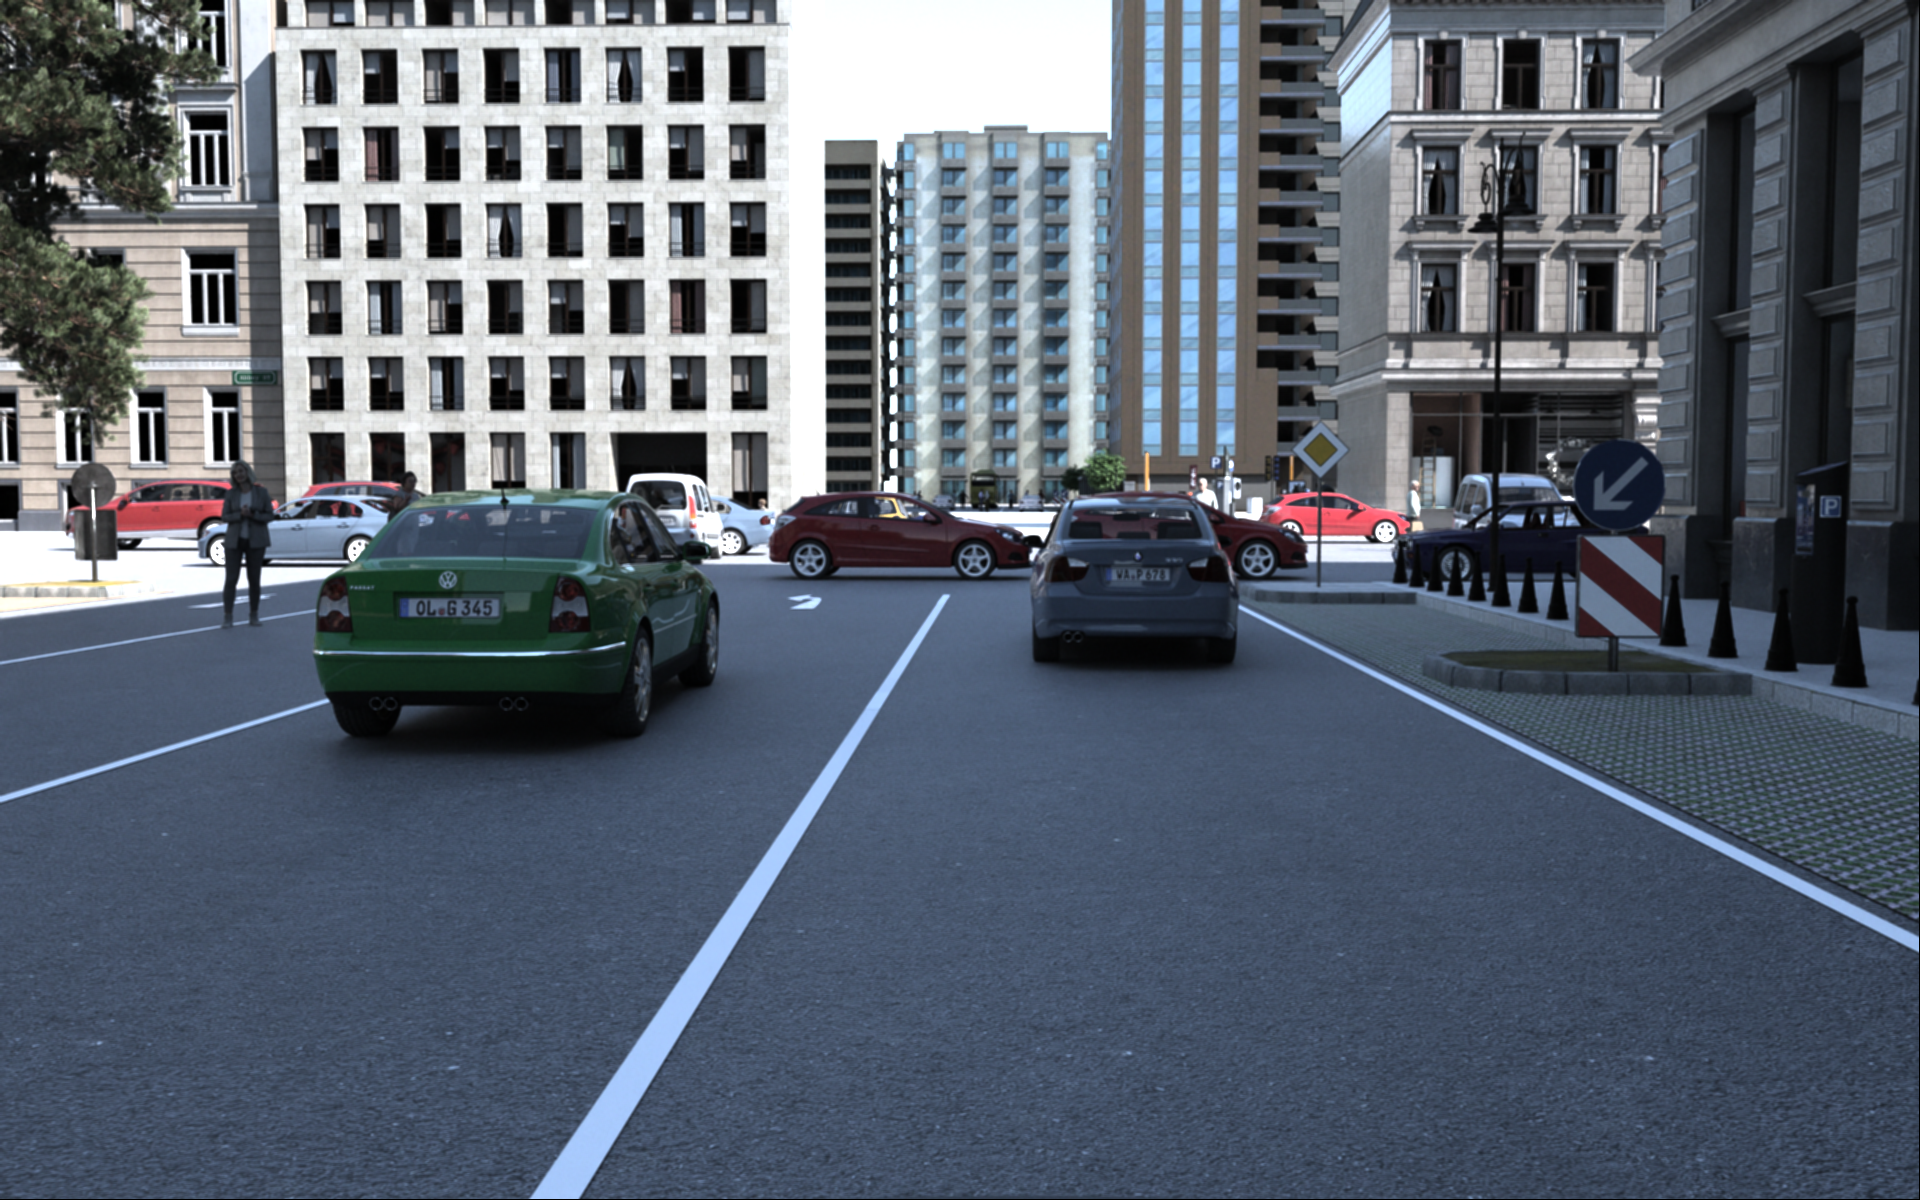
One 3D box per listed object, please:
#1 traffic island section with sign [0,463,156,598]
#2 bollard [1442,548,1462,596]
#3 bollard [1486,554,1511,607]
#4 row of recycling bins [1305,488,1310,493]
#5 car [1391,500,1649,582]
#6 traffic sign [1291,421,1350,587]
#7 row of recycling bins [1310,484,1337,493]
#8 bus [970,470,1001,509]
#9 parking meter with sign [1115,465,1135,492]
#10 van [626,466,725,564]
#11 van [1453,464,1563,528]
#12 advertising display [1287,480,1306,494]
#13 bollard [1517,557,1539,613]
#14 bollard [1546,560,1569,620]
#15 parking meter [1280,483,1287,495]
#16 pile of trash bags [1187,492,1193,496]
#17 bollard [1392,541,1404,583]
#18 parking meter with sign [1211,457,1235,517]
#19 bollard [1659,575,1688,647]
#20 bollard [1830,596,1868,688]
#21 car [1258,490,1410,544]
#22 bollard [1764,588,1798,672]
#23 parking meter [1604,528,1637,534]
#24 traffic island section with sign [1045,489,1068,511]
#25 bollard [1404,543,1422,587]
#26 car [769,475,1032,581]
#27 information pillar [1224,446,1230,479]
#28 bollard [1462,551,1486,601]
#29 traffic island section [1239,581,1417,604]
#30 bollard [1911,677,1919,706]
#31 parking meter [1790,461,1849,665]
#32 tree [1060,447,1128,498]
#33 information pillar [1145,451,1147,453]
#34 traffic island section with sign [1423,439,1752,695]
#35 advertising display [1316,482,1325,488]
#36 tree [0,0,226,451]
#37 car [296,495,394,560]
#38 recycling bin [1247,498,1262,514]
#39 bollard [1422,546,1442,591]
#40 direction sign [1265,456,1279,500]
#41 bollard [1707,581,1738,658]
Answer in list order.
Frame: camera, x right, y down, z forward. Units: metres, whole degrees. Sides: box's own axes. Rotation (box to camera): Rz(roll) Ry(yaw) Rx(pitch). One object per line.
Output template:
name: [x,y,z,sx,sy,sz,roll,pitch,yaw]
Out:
traffic island section with sign: [-12.644,-1.010,24.658,2.006,1.907,1.989,0,4,2]
bollard: [6.262,-0.356,21.865,0.229,0.601,0.229,0,3,0]
bollard: [6.197,-0.231,19.813,0.229,0.601,0.229,0,3,0]
row of recycling bins: [21.740,-6.113,107.064,3.534,1.692,1.069,0,4,-4]
car: [9.079,-0.954,28.185,3.894,1.354,1.945,0,4,3]
traffic sign: [4.941,-1.234,23.814,0.795,2.450,0.064,0,4,2]
row of recycling bins: [16.528,-3.967,71.975,3.534,1.692,1.069,0,4,3]
bus: [2.519,-11.134,173.583,2.896,3.916,12.252,0,4,3]
parking meter with sign: [10.280,-6.649,104.970,1.738,3.016,0.543,0,4,5]
van: [-6.090,-1.828,36.902,2.013,2.044,4.112,0,4,0]
van: [10.669,-1.603,33.217,2.013,2.044,4.112,0,4,3]
advertising display: [15.926,-4.700,82.062,0.974,1.923,0.123,-2,4,-23]
bollard: [6.166,-0.168,18.782,0.229,0.601,0.229,0,3,0]
bollard: [6.130,-0.104,17.749,0.229,0.601,0.229,0,3,0]
parking meter: [17.257,-5.289,92.192,0.399,1.863,0.255,0,4,5]
pile of trash bags: [12.210,-5.283,96.124,1.912,1.369,3.447,2,4,31]
bollard: [6.349,-0.545,24.953,0.229,0.601,0.229,0,3,0]
parking meter with sign: [12.395,-5.207,81.388,0.543,3.016,1.738,2,4,34]
bollard: [6.041,0.085,14.655,0.229,0.601,0.229,0,3,0]
bollard: [5.946,0.274,11.561,0.229,0.601,0.229,0,3,0]
car: [11.057,-2.565,50.984,4.494,1.783,2.155,0,4,3]
bollard: [5.977,0.211,12.591,0.229,0.601,0.229,0,3,0]
parking meter: [8.925,-1.080,23.365,0.255,1.863,0.399,-3,4,-37]
traffic island section with sign: [9.453,-10.038,172.745,1.989,1.847,2.006,0,4,2]
bollard: [6.318,-0.482,23.927,0.229,0.601,0.229,0,3,0]
car: [-1.006,-1.255,29.568,4.494,1.783,2.155,0,4,3]
information pillar: [13.043,-5.712,84.748,0.183,3.616,0.504,2,4,34]
bollard: [6.226,-0.293,20.839,0.229,0.601,0.229,0,3,0]
traffic island section: [4.965,-0.098,23.890,2.009,0.180,2.903,0,4,2]
bollard: [5.917,0.338,10.515,0.229,0.601,0.229,0,3,0]
parking meter: [6.523,-0.291,13.161,0.372,1.533,0.369,0,3,0]
tree: [9.979,-8.337,120.030,4.285,4.588,4.351,0,3,0]
information pillar: [10.123,-6.271,93.889,0.183,3.616,0.504,-1,4,-15]
traffic island section with sign: [4.645,-0.280,13.206,1.989,1.847,2.006,0,4,2]
advertising display: [19.094,-5.293,91.758,0.123,1.923,0.974,3,4,36]
tree: [-13.029,-5.954,21.861,6.751,12.117,7.091,0,3,0]
car: [-12.948,-1.599,38.142,4.499,1.417,2.014,0,4,1]
recycling bin: [18.755,-5.980,110.323,0.722,1.027,0.722,-1,4,-19]
bollard: [6.289,-0.420,22.900,0.229,0.601,0.229,0,3,0]
direction sign: [18.519,-6.775,102.761,0.876,3.537,0.379,2,4,32]
bollard: [6.009,0.148,13.626,0.229,0.601,0.229,0,3,0]
